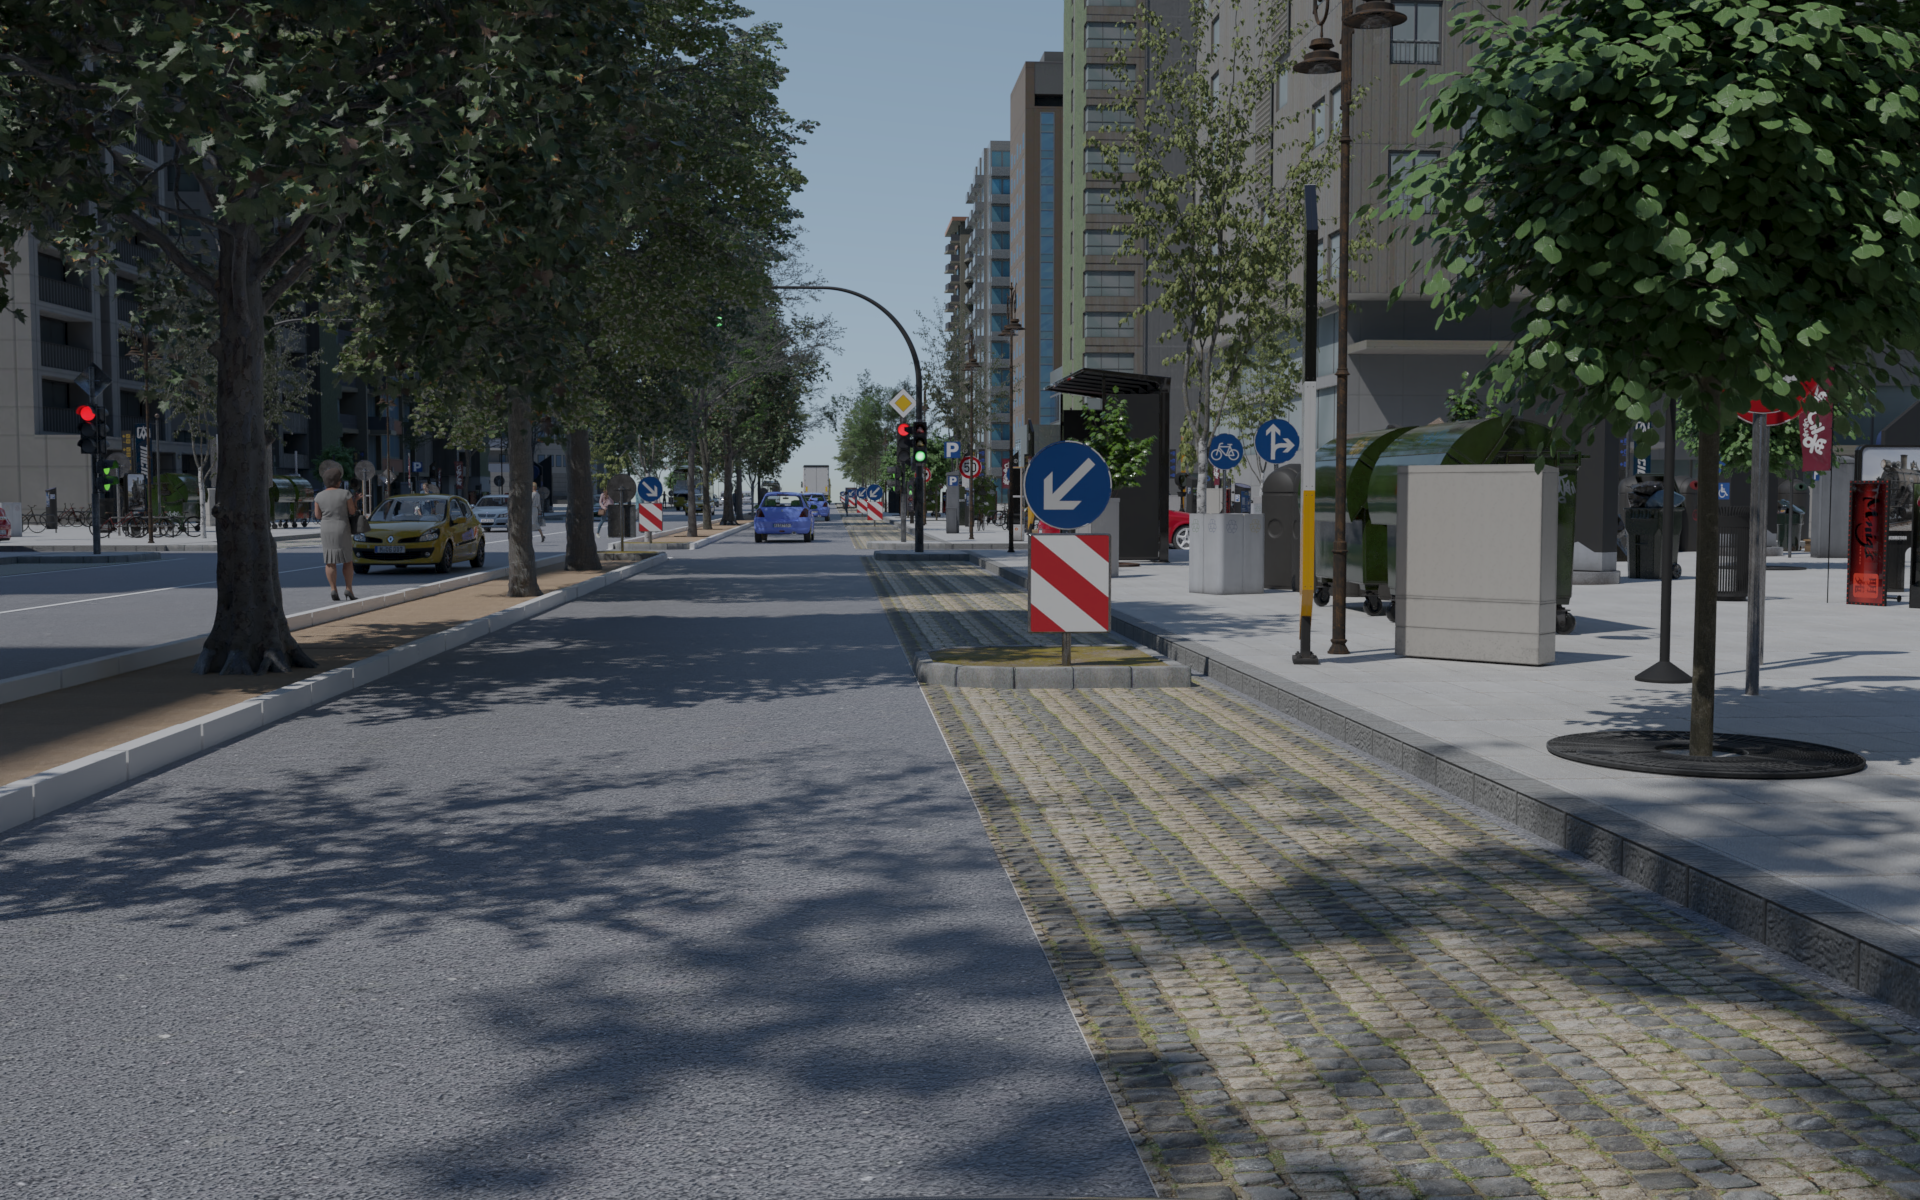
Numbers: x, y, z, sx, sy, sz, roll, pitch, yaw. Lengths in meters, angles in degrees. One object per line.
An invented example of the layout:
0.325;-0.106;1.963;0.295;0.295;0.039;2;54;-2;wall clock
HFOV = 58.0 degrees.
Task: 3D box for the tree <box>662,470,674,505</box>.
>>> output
-33.905;-13.695;207.624;4.285;4.588;4.351;0;3;0;tree

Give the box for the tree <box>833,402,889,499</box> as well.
-12.277;-18.086;213.840;7.486;12.596;7.792;0;3;0;tree

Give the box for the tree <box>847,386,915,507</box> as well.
-7.291;-14.706;166.200;9.928;11.665;9.643;0;3;0;tree

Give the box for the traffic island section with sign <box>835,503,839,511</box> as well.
-9.201;-8.313;144.552;1.989;1.847;2.006;0;4;-4;traffic island section with sign

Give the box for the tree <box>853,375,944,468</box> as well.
-4.903;-12.272;135.054;7.601;10.594;8.767;1;4;15;tree

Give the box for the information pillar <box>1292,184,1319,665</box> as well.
2.613;-1.323;12.984;0.183;3.616;0.504;1;4;9;information pillar

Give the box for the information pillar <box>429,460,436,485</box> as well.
-36.295;-7.822;119.249;0.183;3.616;0.504;3;4;38;information pillar

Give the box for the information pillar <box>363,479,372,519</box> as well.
-24.631;-4.127;71.973;0.304;2.012;0.304;-1;4;-10;information pillar

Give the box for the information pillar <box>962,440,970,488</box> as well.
0.302;-4.885;71.221;0.504;3.616;0.183;2;4;29;information pillar

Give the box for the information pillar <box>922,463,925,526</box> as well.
-1.597;-4.825;70.235;0.183;3.616;0.504;2;4;24;information pillar

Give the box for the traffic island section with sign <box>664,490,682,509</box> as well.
-28.547;-9.966;171.576;1.989;1.847;2.006;0;4;-4;traffic island section with sign

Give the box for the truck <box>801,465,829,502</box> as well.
-14.339;-11.198;171.994;2.839;4.237;11.283;0;4;-6;truck

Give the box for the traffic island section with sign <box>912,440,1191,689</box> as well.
0.639;-0.304;13.601;1.989;1.847;2.006;0;4;-4;traffic island section with sign

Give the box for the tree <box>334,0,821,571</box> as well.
-7.061;-7.514;31.973;9.857;13.997;8.962;0;3;0;tree

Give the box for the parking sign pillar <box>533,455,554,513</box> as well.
-28.548;-7.953;118.507;1.447;3.967;1.447;0;4;-3;parking sign pillar

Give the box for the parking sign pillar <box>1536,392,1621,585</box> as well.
8.810;-2.234;25.004;1.447;3.967;1.447;-3;5;-41;parking sign pillar

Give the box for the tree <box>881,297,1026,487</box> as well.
0.017;-6.984;64.544;4.360;8.622;3.978;0;3;0;tree

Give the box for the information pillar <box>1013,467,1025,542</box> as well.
1.565;-2.591;46.859;0.304;2.012;0.304;1;4;17;information pillar

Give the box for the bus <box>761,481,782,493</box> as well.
-25.825;-14.769;236.334;2.948;3.499;13.247;0;4;-6;bus

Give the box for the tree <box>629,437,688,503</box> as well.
-31.253;-15.012;179.864;8.767;10.594;7.601;-1;4;-14;tree

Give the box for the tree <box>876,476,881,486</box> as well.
-6.757;-9.884;156.199;1.663;3.219;1.824;0;3;0;tree

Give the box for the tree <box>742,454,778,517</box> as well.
-12.829;-9.423;106.887;4.360;8.622;3.978;0;3;0;tree

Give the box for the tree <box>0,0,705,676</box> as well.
-5.767;-5.756;13.583;9.611;12.733;9.660;0;3;0;tree

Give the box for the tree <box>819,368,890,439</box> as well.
-15.428;-24.942;263.687;12.611;20.169;13.585;0;3;0;tree

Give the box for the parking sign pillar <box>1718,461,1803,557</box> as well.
16.410;-2.912;36.088;1.447;3.967;1.447;-1;4;-21;parking sign pillar

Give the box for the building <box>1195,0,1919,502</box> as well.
26.114;-29.816;76.727;27.495;52.752;28.713;0;4;-4;building

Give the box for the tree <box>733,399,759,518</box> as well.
-11.625;-8.188;86.695;4.737;8.622;4.395;0;3;0;tree

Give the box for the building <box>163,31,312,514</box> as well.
-47.034;-20.434;105.794;14.160;30.474;14.107;0;4;-4;building

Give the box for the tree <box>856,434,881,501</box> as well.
-8.432;-13.836;176.574;4.360;8.622;3.978;0;3;0;tree

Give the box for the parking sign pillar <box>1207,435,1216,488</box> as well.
11.303;-5.516;78.651;1.447;3.967;1.447;1;4;16;parking sign pillar

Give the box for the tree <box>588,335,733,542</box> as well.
-8.811;-5.848;48.438;4.737;8.622;4.395;0;3;0;tree

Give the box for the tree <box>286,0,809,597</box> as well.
-5.945;-6.283;23.320;7.486;12.596;7.792;0;3;0;tree

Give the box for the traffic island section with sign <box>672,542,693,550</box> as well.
-8.043;-2.279;45.393;2.006;1.907;1.989;0;4;-4;traffic island section with sign

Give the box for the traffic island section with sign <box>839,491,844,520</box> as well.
-5.521;-5.325;95.688;1.989;1.847;2.006;0;4;-4;traffic island section with sign

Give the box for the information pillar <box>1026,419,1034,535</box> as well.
2.213;-3.826;53.918;0.183;3.616;0.504;-1;4;-11;information pillar

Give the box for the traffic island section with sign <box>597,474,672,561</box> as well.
-7.498;-1.827;38.006;2.006;1.907;1.989;0;4;-4;traffic island section with sign

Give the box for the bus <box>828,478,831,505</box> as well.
-18.685;-14.749;232.692;2.896;3.916;12.252;0;4;-5;bus

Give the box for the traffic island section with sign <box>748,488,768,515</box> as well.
-13.681;-6.861;120.321;2.006;1.907;1.989;0;4;-4;traffic island section with sign

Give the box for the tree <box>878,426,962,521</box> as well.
-1.167;-6.090;83.291;4.285;4.588;4.351;0;3;0;tree

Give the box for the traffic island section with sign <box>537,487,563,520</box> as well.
-22.773;-5.260;94.636;1.989;1.847;2.006;0;4;-4;traffic island section with sign

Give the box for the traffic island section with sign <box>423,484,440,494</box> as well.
-20.753;-3.616;67.756;1.989;1.847;2.006;0;4;-4;traffic island section with sign

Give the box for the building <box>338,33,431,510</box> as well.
-53.431;-29.166;131.487;22.147;44.769;28.867;0;4;-4;building

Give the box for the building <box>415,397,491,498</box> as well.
-50.436;-23.383;154.008;14.160;30.474;14.107;0;4;-4;building

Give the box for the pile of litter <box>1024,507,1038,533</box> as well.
2.541;-2.661;57.470;1.176;0.858;1.719;3;4;39;pile of litter

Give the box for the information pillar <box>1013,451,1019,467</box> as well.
2.964;-6.258;93.670;0.504;3.616;0.183;2;4;26;information pillar

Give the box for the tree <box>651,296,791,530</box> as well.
-10.213;-8.609;68.964;9.928;11.665;9.643;0;3;0;tree

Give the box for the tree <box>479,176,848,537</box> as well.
-8.934;-8.833;57.245;12.009;13.543;11.850;0;3;0;tree

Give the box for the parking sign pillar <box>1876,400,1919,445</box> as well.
26.941;-3.755;49.869;1.447;3.967;1.447;-1;4;-19;parking sign pillar

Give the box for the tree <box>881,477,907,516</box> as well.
-3.354;-6.514;101.111;1.663;3.219;1.824;0;3;0;tree

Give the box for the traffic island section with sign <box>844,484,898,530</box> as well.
-3.506;-3.674;68.704;1.989;1.847;2.006;0;4;-4;traffic island section with sign

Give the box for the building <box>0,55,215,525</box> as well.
-46.923;-39.200;79.177;20.563;71.187;20.611;0;4;-4;building

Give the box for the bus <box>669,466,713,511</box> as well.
-23.568;-9.870;152.928;2.896;3.916;12.252;0;4;-4;bus
